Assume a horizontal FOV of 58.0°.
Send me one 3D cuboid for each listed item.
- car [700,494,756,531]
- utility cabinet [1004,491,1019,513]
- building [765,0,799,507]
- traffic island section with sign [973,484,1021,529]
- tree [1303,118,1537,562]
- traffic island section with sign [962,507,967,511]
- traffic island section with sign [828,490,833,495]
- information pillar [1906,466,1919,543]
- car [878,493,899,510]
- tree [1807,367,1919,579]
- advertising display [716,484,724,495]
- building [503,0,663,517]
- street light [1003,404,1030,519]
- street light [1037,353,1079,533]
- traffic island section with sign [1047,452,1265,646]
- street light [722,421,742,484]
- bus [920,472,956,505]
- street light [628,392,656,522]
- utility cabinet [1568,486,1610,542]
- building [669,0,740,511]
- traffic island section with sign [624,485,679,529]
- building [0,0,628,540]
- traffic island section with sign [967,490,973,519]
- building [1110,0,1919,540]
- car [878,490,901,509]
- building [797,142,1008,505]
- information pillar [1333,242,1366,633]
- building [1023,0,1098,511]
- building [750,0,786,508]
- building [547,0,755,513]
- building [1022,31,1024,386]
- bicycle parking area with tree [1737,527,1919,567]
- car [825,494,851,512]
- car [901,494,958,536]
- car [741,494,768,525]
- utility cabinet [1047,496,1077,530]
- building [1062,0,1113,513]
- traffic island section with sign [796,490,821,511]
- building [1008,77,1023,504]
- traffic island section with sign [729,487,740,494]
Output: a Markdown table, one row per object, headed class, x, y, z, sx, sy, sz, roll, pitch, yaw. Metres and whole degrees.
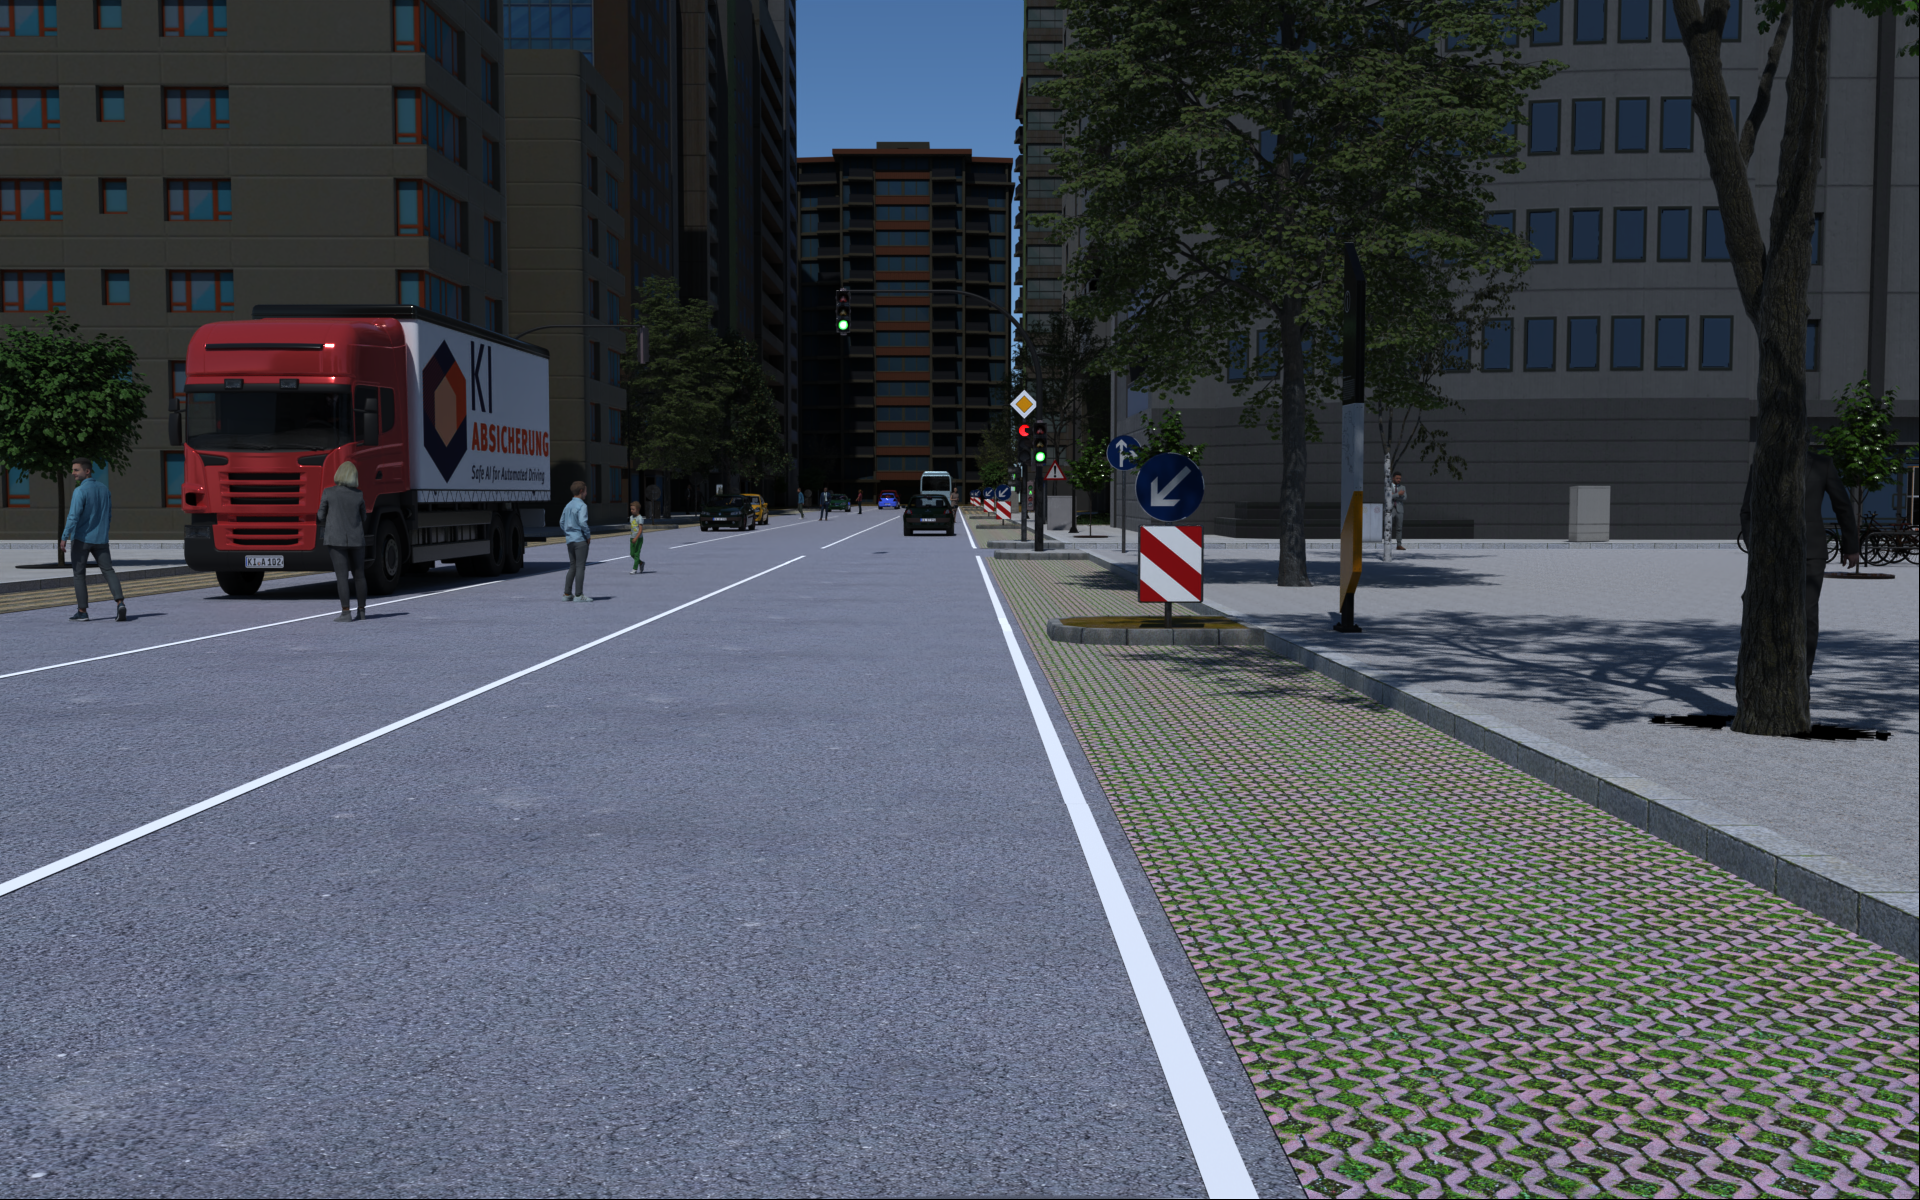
| class | x | y | z | sx | sy | sz | roll | pitch | yaw |
| --- | --- | --- | --- | --- | --- | --- | --- | --- | --- |
| car | -9.086 | -3.551 | 67.850 | 2.009 | 1.686 | 4.222 | 0 | 4 | 1 |
| utility cabinet | 3.346 | -6.472 | 114.493 | 0.318 | 1.500 | 1.173 | -3 | 5 | -44 |
| building | -31.749 | -39.297 | 184.509 | 28.212 | 58.520 | 21.231 | 0 | 4 | 0 |
| traffic island section with sign | 1.658 | -3.836 | 71.351 | 1.989 | 1.847 | 2.006 | 0 | 4 | 0 |
| tree | 8.246 | -5.020 | 32.435 | 4.360 | 8.622 | 3.978 | 0 | 3 | 0 |
| traffic island section with sign | 1.340 | -8.555 | 148.506 | 1.989 | 1.847 | 2.006 | 0 | 4 | 0 |
| traffic island section with sign | -13.090 | -10.201 | 175.413 | 1.989 | 1.847 | 2.006 | 0 | 4 | 0 |
| information pillar | 25.253 | -2.527 | 45.801 | 0.304 | 2.012 | 0.304 | 0 | 4 | 2 |
| car | -6.690 | -9.329 | 162.124 | 1.945 | 1.707 | 3.694 | 0 | 4 | 1 |
| tree | 13.901 | -1.950 | 26.483 | 1.663 | 3.219 | 1.824 | 0 | 3 | 0 |
| advertising display | -15.061 | -6.337 | 108.820 | 0.123 | 1.923 | 0.974 | -2 | 4 | -34 |
| building | -25.044 | -27.624 | 101.761 | 14.600 | 45.320 | 14.200 | 0 | 4 | 0 |
| street light | 2.915 | -7.160 | 89.602 | 1.470 | 5.913 | 1.316 | 0 | 4 | 0 |
| street light | 3.208 | -5.164 | 56.974 | 1.470 | 5.913 | 1.316 | 0 | 4 | 0 |
| traffic island section with sign | 1.882 | -0.525 | 17.209 | 1.989 | 1.847 | 2.006 | 0 | 4 | 0 |
| street light | -14.629 | -8.446 | 110.627 | 1.470 | 5.913 | 1.316 | 0 | 4 | 0 |
| bus | -1.921 | -9.459 | 149.511 | 2.948 | 3.499 | 13.247 | 0 | 4 | 1 |
| street light | -14.548 | -6.509 | 78.966 | 1.470 | 5.913 | 1.316 | 0 | 4 | 0 |
| utility cabinet | 16.827 | -2.302 | 46.318 | 1.173 | 1.500 | 0.318 | -2 | 4 | -26 |
| building | -24.477 | -27.258 | 129.264 | 14.154 | 41.232 | 14.086 | 0 | 4 | 0 |
| traffic island section with sign | -12.662 | -3.833 | 71.302 | 1.989 | 1.847 | 2.006 | 0 | 4 | 0 |
| building | -28.575 | -13.275 | 62.090 | 27.650 | 21.520 | 28.899 | 0 | 4 | 0 |
| traffic island section with sign | 1.538 | -5.557 | 99.487 | 1.989 | 1.847 | 2.006 | 0 | 4 | 0 |
| building | 19.984 | -31.514 | 57.257 | 28.212 | 58.520 | 21.231 | 0 | 4 | 0 |
| car | -6.850 | -9.717 | 167.548 | 2.281 | 1.827 | 5.304 | 0 | 4 | -1 |
| building | -7.752 | -34.468 | 218.177 | 28.867 | 44.769 | 22.147 | 0 | 4 | 0 |
| information pillar | 3.623 | -1.507 | 15.997 | 0.183 | 3.616 | 0.504 | 0 | 4 | -2 |
| building | 11.989 | -27.779 | 137.787 | 14.154 | 41.232 | 14.086 | 0 | 4 | 0 |
| building | -28.013 | -32.869 | 161.109 | 21.300 | 48.544 | 21.600 | 0 | 4 | 0 |
| building | -24.763 | -30.162 | 143.254 | 14.600 | 45.320 | 14.200 | 0 | 4 | 0 |
| building | 16.691 | -32.519 | 155.393 | 21.300 | 48.544 | 21.600 | 0 | 4 | 0 |
| bicycle parking area with tree | 19.577 | -2.810 | 32.946 | 9.016 | 4.147 | 8.231 | 2 | 4 | 28 |
| car | -9.799 | -7.788 | 139.139 | 2.131 | 1.459 | 4.920 | 0 | 4 | 0 |
| car | -1.067 | -3.101 | 60.482 | 2.009 | 1.686 | 4.222 | 0 | 4 | 0 |
| car | -9.911 | -4.304 | 80.588 | 2.015 | 1.641 | 3.980 | 0 | 4 | -1 |
| utility cabinet | 3.606 | -3.063 | 61.235 | 1.020 | 1.237 | 0.306 | 2 | 4 | 26 |
| building | 19.980 | -31.094 | 97.622 | 28.713 | 52.752 | 27.495 | 0 | 4 | 0 |
| traffic island section with sign | -12.982 | -8.552 | 148.458 | 1.989 | 1.847 | 2.006 | 0 | 4 | 0 |
| building | 16.889 | -32.187 | 180.885 | 22.147 | 44.769 | 28.867 | 0 | 4 | 0 |
| traffic island section with sign | -12.777 | -5.482 | 98.257 | 1.989 | 1.847 | 2.006 | 0 | 4 | 0 |
